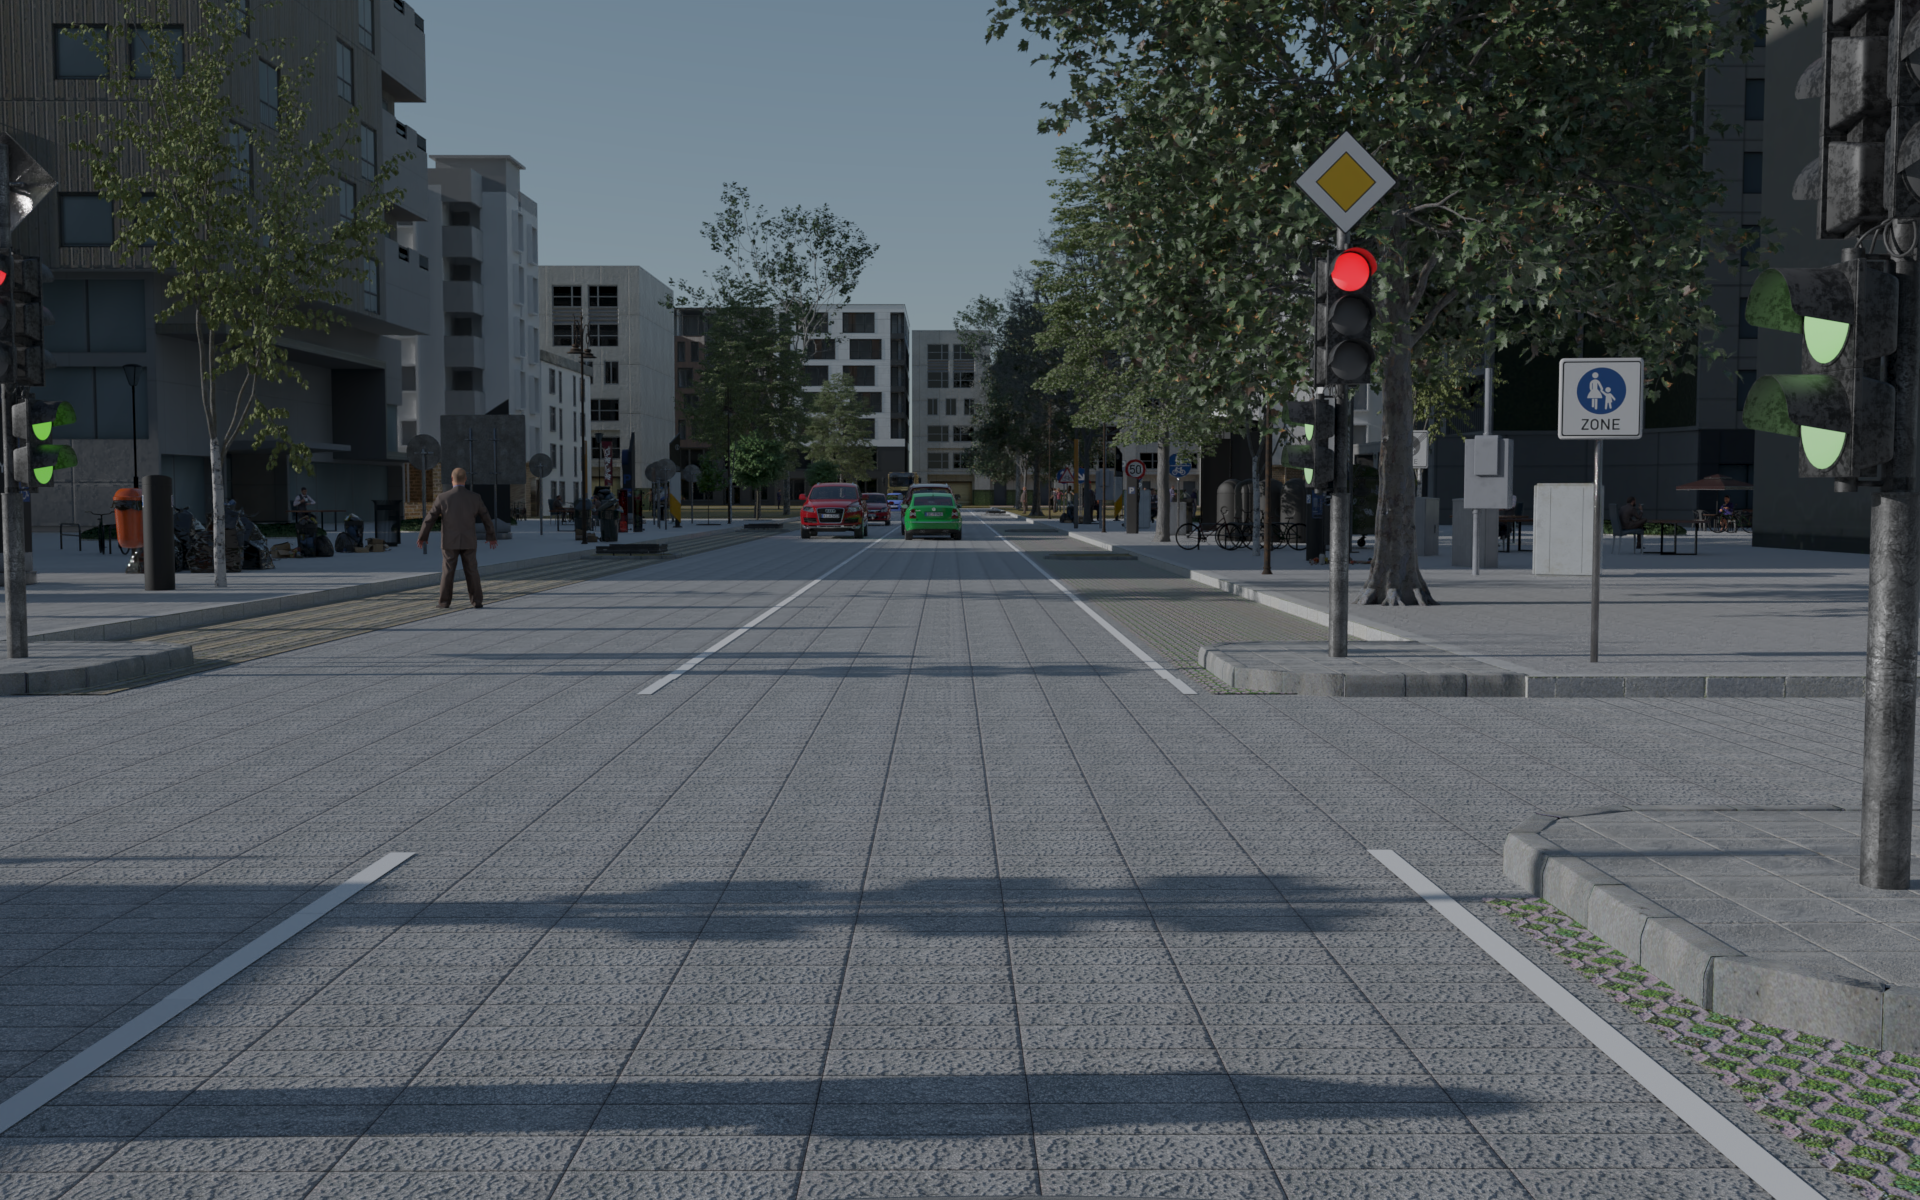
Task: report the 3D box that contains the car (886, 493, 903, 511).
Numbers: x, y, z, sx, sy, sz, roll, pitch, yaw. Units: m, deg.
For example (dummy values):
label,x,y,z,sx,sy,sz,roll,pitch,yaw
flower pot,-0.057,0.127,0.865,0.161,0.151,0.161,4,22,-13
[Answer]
label,x,y,z,sx,sy,sz,roll,pitch,yaw
car,-4.982,-7.510,132.381,1.945,1.707,3.694,0,3,0

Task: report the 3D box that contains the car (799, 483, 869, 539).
label,x,y,z,sx,sy,sz,roll,pitch,yaw
car,-4.126,-2.978,57.357,2.281,1.827,5.304,0,4,-1

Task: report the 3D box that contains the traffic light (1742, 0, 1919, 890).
label,x,y,z,sx,sy,sz,roll,pitch,yaw
traffic light,3.014,-1.018,5.566,0.839,4.253,0.868,0,4,0

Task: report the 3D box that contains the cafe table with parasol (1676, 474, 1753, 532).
label,x,y,z,sx,sy,sz,roll,pitch,yaw
cafe table with parasol,25.958,-3.333,59.367,2.610,1.966,2.610,2,4,25

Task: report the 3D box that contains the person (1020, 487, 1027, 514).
label,x,y,z,sx,sy,sz,roll,pitch,yaw
person,4.151,-6.488,112.668,0.434,1.755,0.990,0,4,2

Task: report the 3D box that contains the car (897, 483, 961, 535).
label,x,y,z,sx,sy,sz,roll,pitch,yaw
car,-1.093,-3.253,61.854,2.281,1.827,5.304,0,4,-2

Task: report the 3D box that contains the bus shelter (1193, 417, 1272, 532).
label,x,y,z,sx,sy,sz,roll,pitch,yaw
bus shelter,8.614,-3.911,55.221,1.731,3.624,6.357,0,4,-1

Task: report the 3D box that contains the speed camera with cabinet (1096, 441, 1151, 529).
label,x,y,z,sx,sy,sz,roll,pitch,yaw
speed camera with cabinet,6.106,-4.308,64.766,2.038,3.252,0.660,0,4,7

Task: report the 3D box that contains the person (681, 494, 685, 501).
label,x,y,z,sx,sy,sz,roll,pitch,yaw
person,-27.572,-9.912,170.663,0.705,1.812,1.348,-3,5,-43

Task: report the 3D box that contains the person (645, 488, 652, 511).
label,x,y,z,sx,sy,sz,roll,pitch,yaw
person,-23.370,-7.618,131.307,1.217,1.735,0.721,1,4,16

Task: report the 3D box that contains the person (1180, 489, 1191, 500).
label,x,y,z,sx,sy,sz,roll,pitch,yaw
person,21.422,-9.633,164.324,1.217,1.735,0.721,3,5,41

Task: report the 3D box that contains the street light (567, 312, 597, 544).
label,x,y,z,sx,sy,sz,roll,pitch,yaw
street light,-9.635,-4.371,44.260,0.468,5.910,1.993,0,4,0

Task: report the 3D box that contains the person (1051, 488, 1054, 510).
label,x,y,z,sx,sy,sz,roll,pitch,yaw
person,7.528,-8.347,142.526,0.705,1.823,1.348,0,4,5

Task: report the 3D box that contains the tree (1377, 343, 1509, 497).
label,x,y,z,sx,sy,sz,roll,pitch,yaw
tree,14.197,-6.255,52.638,4.737,8.622,4.395,0,3,0

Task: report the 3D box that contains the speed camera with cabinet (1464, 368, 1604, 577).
label,x,y,z,sx,sy,sz,roll,pitch,yaw
speed camera with cabinet,9.016,-2.010,27.191,2.038,3.252,0.660,2,4,25

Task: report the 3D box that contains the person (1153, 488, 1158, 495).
label,x,y,z,sx,sy,sz,roll,pitch,yaw
person,17.519,-9.200,156.465,1.348,1.823,0.705,0,4,6

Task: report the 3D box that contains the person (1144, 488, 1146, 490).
label,x,y,z,sx,sy,sz,roll,pitch,yaw
person,14.589,-7.936,136.343,0.990,1.755,0.434,1,4,20

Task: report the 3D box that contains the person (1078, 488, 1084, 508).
label,x,y,z,sx,sy,sz,roll,pitch,yaw
person,11.504,-9.524,161.395,0.705,1.869,1.348,3,5,40

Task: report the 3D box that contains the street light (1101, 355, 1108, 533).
label,x,y,z,sx,sy,sz,roll,pitch,yaw
street light,4.799,-5.185,57.561,0.468,5.910,1.993,0,4,0

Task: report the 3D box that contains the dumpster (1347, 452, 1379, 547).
label,x,y,z,sx,sy,sz,roll,pitch,yaw
dumpster,9.280,-2.356,41.015,1.502,2.255,1.985,0,4,0

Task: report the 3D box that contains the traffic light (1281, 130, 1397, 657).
label,x,y,z,sx,sy,sz,roll,pitch,yaw
traffic light,2.963,-1.506,13.551,0.839,4.253,0.868,0,4,0

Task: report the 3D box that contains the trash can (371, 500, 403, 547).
label,x,y,z,sx,sy,sz,roll,pitch,yaw
trash can,-13.986,-1.875,42.312,0.748,1.137,0.748,0,3,0

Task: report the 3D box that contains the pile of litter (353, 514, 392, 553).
label,x,y,z,sx,sy,sz,roll,pitch,yaw
pile of litter,-13.222,-1.502,38.523,1.176,0.858,1.719,1,4,22

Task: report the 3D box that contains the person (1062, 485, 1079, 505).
label,x,y,z,sx,sy,sz,roll,pitch,yaw
person,5.798,-5.123,90.518,1.217,1.735,0.721,3,5,44

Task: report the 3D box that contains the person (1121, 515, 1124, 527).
label,x,y,z,sx,sy,sz,roll,pitch,yaw
person,6.583,-3.300,68.280,0.655,0.850,0.859,2,4,30

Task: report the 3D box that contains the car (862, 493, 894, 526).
label,x,y,z,sx,sy,sz,roll,pitch,yaw
car,-4.097,-4.322,79.708,2.155,1.783,4.494,0,4,-1

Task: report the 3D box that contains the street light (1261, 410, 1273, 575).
label,x,y,z,sx,sy,sz,roll,pitch,yaw
street light,4.907,-3.346,27.493,0.468,5.910,1.993,0,4,0

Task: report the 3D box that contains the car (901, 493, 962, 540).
label,x,y,z,sx,sy,sz,roll,pitch,yaw
car,-0.887,-2.843,55.276,1.959,1.807,4.718,0,4,-2

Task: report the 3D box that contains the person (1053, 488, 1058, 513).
label,x,y,z,sx,sy,sz,roll,pitch,yaw
person,6.627,-6.852,118.869,0.445,1.727,0.742,-2,4,-33

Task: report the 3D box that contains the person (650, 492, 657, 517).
label,x,y,z,sx,sy,sz,roll,pitch,yaw
person,-16.877,-5.462,96.060,0.721,1.736,1.217,-3,4,-37

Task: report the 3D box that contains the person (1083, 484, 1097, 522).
label,x,y,z,sx,sy,sz,roll,pitch,yaw
person,5.959,-4.427,78.982,0.990,1.755,0.434,-3,5,-42

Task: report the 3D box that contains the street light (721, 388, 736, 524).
label,x,y,z,sx,sy,sz,roll,pitch,yaw
street light,-9.939,-6.216,74.415,0.468,5.910,1.993,0,4,0

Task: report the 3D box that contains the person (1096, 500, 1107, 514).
label,x,y,z,sx,sy,sz,roll,pitch,yaw
person,9.097,-6.372,113.478,1.065,1.426,0.557,1,4,17

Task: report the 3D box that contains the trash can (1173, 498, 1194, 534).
label,x,y,z,sx,sy,sz,roll,pitch,yaw
trash can,7.182,-2.697,55.747,0.748,1.137,0.748,0,3,0

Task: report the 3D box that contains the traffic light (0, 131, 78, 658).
label,x,y,z,sx,sy,sz,roll,pitch,yaw
traffic light,-7.377,-1.501,13.470,0.839,4.253,0.868,0,4,0

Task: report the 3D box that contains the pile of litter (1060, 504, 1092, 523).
label,x,y,z,sx,sy,sz,roll,pitch,yaw
pile of litter,5.145,-3.861,77.090,1.719,0.858,1.176,-1,4,-22

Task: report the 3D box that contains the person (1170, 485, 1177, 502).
label,x,y,z,sx,sy,sz,roll,pitch,yaw
person,13.738,-6.442,111.241,0.599,1.838,0.709,2,4,31

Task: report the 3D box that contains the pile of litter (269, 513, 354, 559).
label,x,y,z,sx,sy,sz,roll,pitch,yaw
pile of litter,-13.412,-1.287,35.003,1.176,0.858,1.719,3,5,41

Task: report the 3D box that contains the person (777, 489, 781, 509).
label,x,y,z,sx,sy,sz,roll,pitch,yaw
person,-15.207,-8.480,145.605,0.530,1.710,0.541,3,4,36

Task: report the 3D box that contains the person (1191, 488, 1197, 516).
label,x,y,z,sx,sy,sz,roll,pitch,yaw
person,11.290,-4.632,83.980,0.471,1.553,0.569,1,4,17

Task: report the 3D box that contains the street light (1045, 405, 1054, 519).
label,x,y,z,sx,sy,sz,roll,pitch,yaw
street light,4.566,-7.048,88.027,0.468,5.910,1.993,0,4,0

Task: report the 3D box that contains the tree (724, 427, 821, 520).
label,x,y,z,sx,sy,sz,roll,pitch,yaw
tree,-10.004,-6.195,85.005,4.285,4.588,4.351,0,3,0

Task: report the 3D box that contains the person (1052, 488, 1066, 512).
label,x,y,z,sx,sy,sz,roll,pitch,yaw
person,7.054,-7.187,124.264,1.217,1.743,0.721,1,4,20
